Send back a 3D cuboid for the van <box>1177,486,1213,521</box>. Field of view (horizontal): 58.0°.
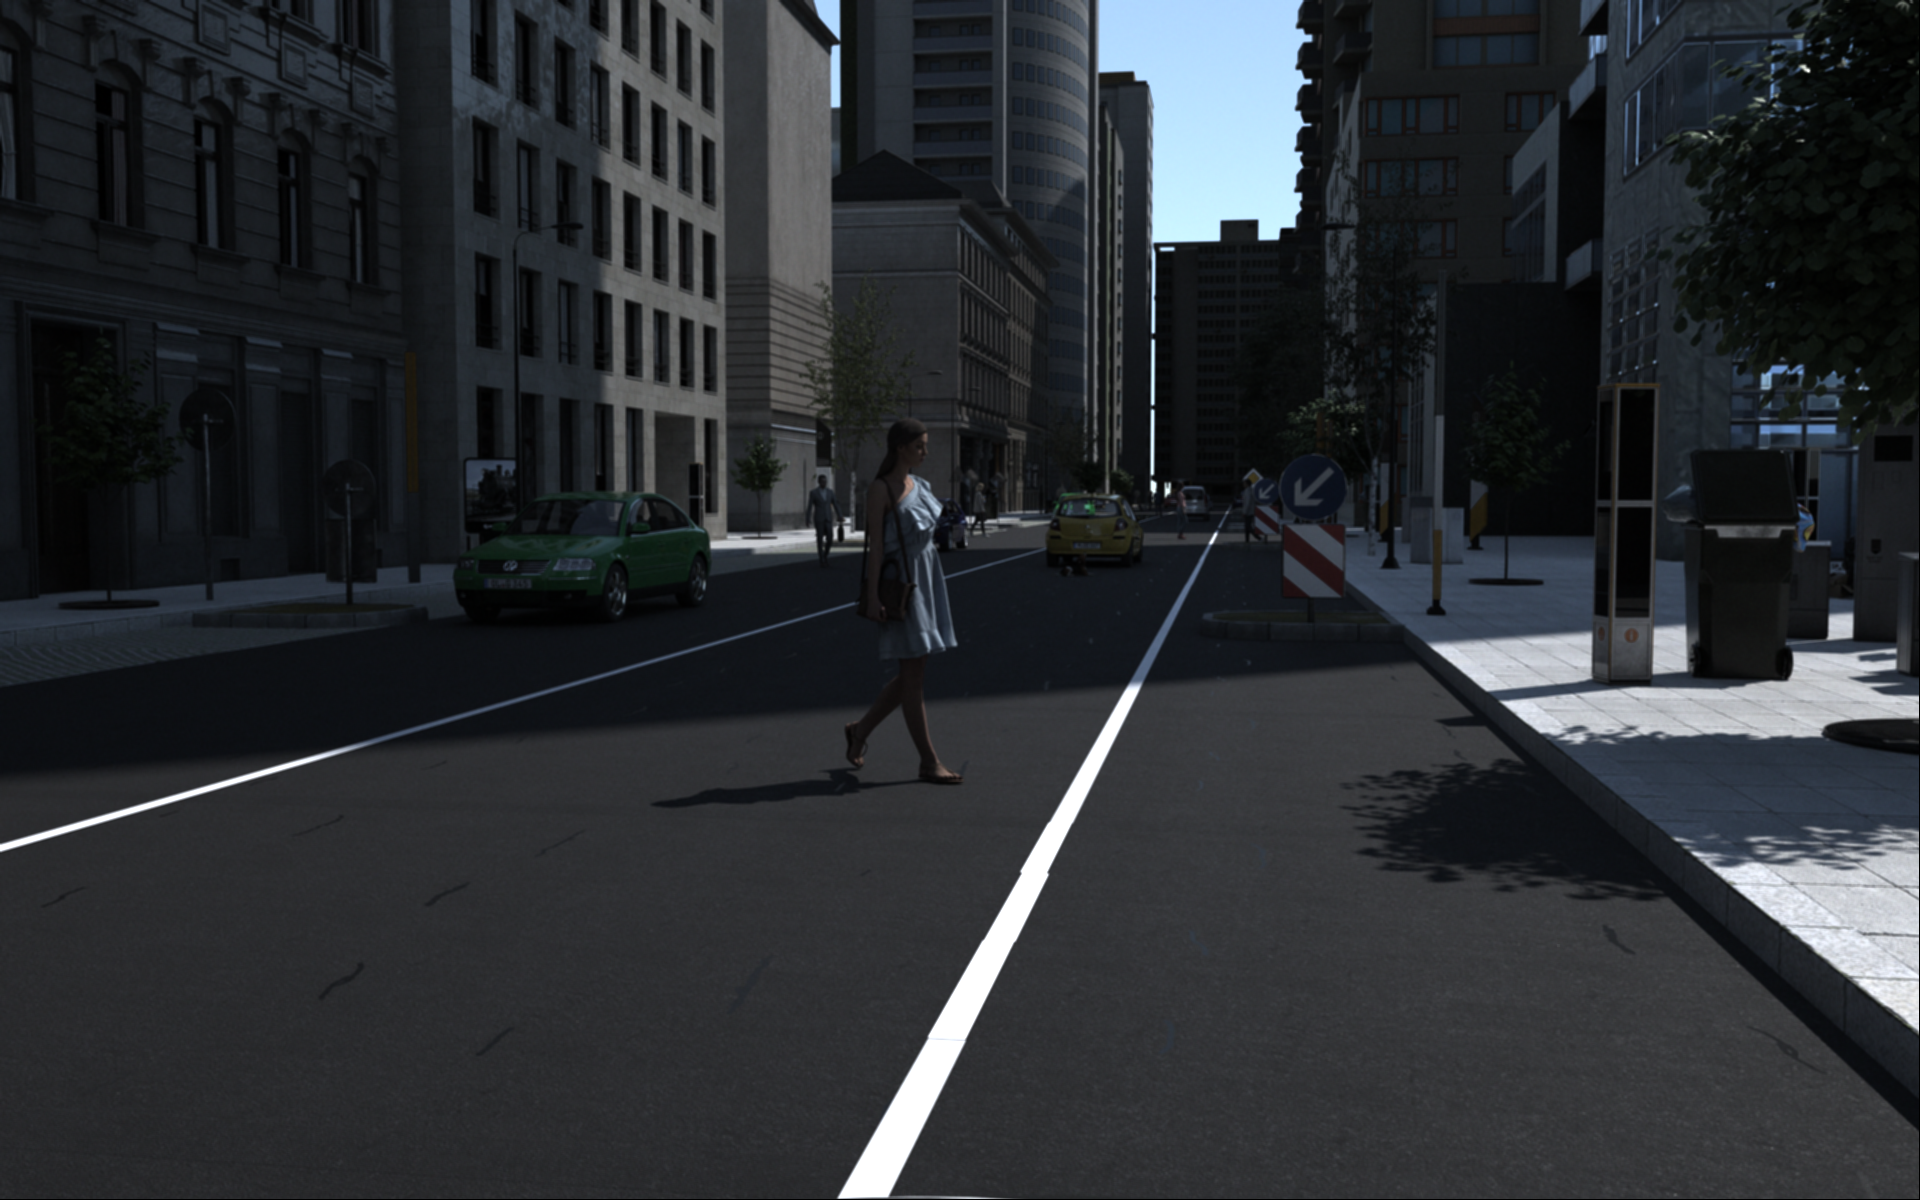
[{"bbox_3d":[12.663,-5.310,93.826,2.013,2.044,4.112,1,4,10],"label":"van"}]

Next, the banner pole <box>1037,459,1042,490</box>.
[{"bbox_3d":[5.454,-8.068,121.932,0.863,3.779,0.401,0,4,6],"label":"banner pole"}]

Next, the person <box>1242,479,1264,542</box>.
[{"bbox_3d":[7.876,-2.346,46.708,0.795,1.843,0.661,2,4,29],"label":"person"}]

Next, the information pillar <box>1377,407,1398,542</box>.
[{"bbox_3d":[11.391,-3.347,46.073,0.183,3.616,0.504,-3,4,-37],"label":"information pillar"}]

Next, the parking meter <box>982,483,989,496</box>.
[{"bbox_3d":[1.341,-5.265,91.786,0.255,1.863,0.399,2,4,35],"label":"parking meter"}]

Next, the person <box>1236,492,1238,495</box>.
[{"bbox_3d":[35.161,-12.868,219.443,0.434,1.755,0.990,1,4,12],"label":"person"}]

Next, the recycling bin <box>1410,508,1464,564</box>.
[{"bbox_3d":[8.814,-1.190,32.012,0.722,1.027,0.722,-1,4,-15],"label":"recycling bin"}]

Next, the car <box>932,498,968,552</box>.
[{"bbox_3d":[-0.881,-1.942,44.329,1.945,1.354,3.894,1,4,9],"label":"car"}]

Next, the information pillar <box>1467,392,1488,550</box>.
[{"bbox_3d":[11.914,-2.960,39.750,0.183,3.616,0.504,-2,4,-26],"label":"information pillar"}]

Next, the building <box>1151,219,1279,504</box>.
[{"bbox_3d":[39.779,-34.022,248.141,23.993,40.220,32.217,1,4,9],"label":"building"}]

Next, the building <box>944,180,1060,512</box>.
[{"bbox_3d":[-1.805,-18.394,134.021,16.112,22.955,30.059,1,4,9],"label":"building"}]

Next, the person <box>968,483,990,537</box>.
[{"bbox_3d":[0.627,-3.008,57.867,0.728,1.800,0.709,0,4,-3],"label":"person"}]

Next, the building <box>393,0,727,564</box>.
[{"bbox_3d":[-12.943,-11.342,40.201,10.420,20.320,16.860,1,4,9],"label":"building"}]

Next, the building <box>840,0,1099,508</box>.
[{"bbox_3d":[1.574,-38.130,165.424,21.231,58.520,28.212,1,4,9],"label":"building"}]

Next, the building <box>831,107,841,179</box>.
[{"bbox_3d":[-16.911,-36.598,217.982,30.456,49.044,23.786,1,4,9],"label":"building"}]

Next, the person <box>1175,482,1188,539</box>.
[{"bbox_3d":[7.038,-2.844,55.003,0.388,1.821,0.555,-1,4,-16],"label":"person"}]

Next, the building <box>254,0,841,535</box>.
[{"bbox_3d":[-14.337,-13.095,63.260,18.267,20.994,9.793,1,4,9],"label":"building"}]

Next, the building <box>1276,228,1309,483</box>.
[{"bbox_3d":[41.563,-25.477,188.243,14.160,30.474,14.107,1,4,9],"label":"building"}]

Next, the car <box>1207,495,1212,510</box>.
[{"bbox_3d":[22.327,-9.025,159.554,2.014,1.417,4.499,1,4,10],"label":"car"}]

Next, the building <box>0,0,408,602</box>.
[{"bbox_3d":[-15.805,-10.587,22.243,9.793,20.994,18.267,1,4,9],"label":"building"}]

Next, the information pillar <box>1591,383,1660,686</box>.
[{"bbox_3d":[4.485,-0.440,11.685,0.304,2.012,0.304,0,4,-2],"label":"information pillar"}]

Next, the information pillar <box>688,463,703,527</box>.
[{"bbox_3d":[-6.232,-2.223,40.840,0.304,2.012,0.304,0,4,4],"label":"information pillar"}]

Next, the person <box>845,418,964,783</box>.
[{"bbox_3d":[-0.323,-0.006,8.699,0.778,1.811,0.616,3,4,37],"label":"person"}]

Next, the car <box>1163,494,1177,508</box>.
[{"bbox_3d":[22.102,-10.416,179.342,2.155,1.783,4.494,0,4,7],"label":"car"}]

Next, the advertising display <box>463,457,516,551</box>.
[{"bbox_3d":[-8.261,-1.554,30.625,0.974,1.923,0.123,-1,4,-17],"label":"advertising display"}]

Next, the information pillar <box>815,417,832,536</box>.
[{"bbox_3d":[-4.170,-3.764,52.894,0.504,3.616,0.183,1,4,19],"label":"information pillar"}]

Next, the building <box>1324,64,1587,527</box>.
[{"bbox_3d":[32.818,-14.532,82.636,28.899,21.520,27.650,1,4,9],"label":"building"}]

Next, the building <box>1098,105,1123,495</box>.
[{"bbox_3d":[8.900,-36.139,214.579,21.600,48.544,21.300,1,4,9],"label":"building"}]

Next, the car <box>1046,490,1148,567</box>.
[{"bbox_3d":[2.803,-1.543,35.458,2.015,1.641,3.980,1,4,10],"label":"car"}]

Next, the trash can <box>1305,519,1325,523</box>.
[{"bbox_3d":[11.279,-2.652,55.018,0.748,1.137,0.748,0,3,0],"label":"trash can"}]

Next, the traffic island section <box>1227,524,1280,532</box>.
[{"bbox_3d":[11.243,-2.696,66.356,2.009,0.180,2.903,1,4,9],"label":"traffic island section"}]

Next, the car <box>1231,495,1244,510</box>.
[{"bbox_3d":[25.847,-8.959,159.055,1.945,1.354,3.894,0,4,7],"label":"car"}]

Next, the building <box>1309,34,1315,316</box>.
[{"bbox_3d":[42.626,-44.646,168.208,20.563,71.187,20.611,1,4,9],"label":"building"}]

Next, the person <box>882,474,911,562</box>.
[{"bbox_3d":[-1.014,-1.401,31.501,0.778,1.811,0.616,-1,4,-15],"label":"person"}]

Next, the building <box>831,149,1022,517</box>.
[{"bbox_3d":[-4.221,-15.163,98.821,10.553,20.767,40.483,1,4,9],"label":"building"}]

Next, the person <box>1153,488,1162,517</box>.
[{"bbox_3d":[12.656,-6.236,110.633,0.721,1.800,0.419,0,4,-2],"label":"person"}]

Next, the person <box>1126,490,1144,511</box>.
[{"bbox_3d":[14.617,-8.367,145.514,1.509,1.804,0.699,2,4,26],"label":"person"}]

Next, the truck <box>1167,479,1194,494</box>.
[{"bbox_3d":[28.188,-13.755,220.825,3.469,3.379,9.791,1,4,9],"label":"truck"}]

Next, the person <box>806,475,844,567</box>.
[{"bbox_3d":[-2.669,-1.560,34.132,0.709,1.813,0.853,-2,4,-27],"label":"person"}]

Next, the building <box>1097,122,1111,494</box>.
[{"bbox_3d":[8.613,-30.741,186.213,14.154,41.232,14.086,1,4,9],"label":"building"}]

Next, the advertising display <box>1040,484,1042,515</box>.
[{"bbox_3d":[5.066,-6.296,108.149,0.123,1.923,0.974,0,4,3],"label":"advertising display"}]

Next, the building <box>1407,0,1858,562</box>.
[{"bbox_3d":[25.022,-44.738,44.131,22.319,86.520,31.000,1,4,9],"label":"building"}]

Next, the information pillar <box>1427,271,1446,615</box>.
[{"bbox_3d":[5.102,-1.658,18.463,0.183,3.616,0.504,1,4,13],"label":"information pillar"}]

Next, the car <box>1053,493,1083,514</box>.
[{"bbox_3d":[5.332,-4.395,80.650,1.959,1.807,4.718,0,4,7],"label":"car"}]

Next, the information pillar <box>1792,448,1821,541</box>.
[{"bbox_3d":[13.553,-1.425,27.790,0.304,2.012,0.304,-2,4,-26],"label":"information pillar"}]

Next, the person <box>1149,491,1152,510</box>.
[{"bbox_3d":[17.131,-8.936,155.527,0.530,1.710,0.541,2,4,33],"label":"person"}]

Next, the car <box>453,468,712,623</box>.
[{"bbox_3d":[-4.422,-0.735,20.815,1.959,1.807,4.718,1,4,10],"label":"car"}]

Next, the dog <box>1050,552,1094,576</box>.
[{"bbox_3d":[1.966,-0.625,30.413,0.748,0.427,0.550,1,4,12],"label":"dog"}]

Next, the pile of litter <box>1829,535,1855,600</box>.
[{"bbox_3d":[11.067,-0.477,21.764,1.176,0.858,1.719,3,5,40],"label":"pile of litter"}]

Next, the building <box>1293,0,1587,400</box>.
[{"bbox_3d":[34.953,-28.582,121.938,22.147,44.769,28.867,1,4,9],"label":"building"}]

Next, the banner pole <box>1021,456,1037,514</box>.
[{"bbox_3d":[4.410,-7.580,113.943,0.863,3.779,0.401,-2,4,-33],"label":"banner pole"}]

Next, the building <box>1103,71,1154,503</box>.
[{"bbox_3d":[13.084,-43.093,246.573,28.212,58.520,21.231,1,4,9],"label":"building"}]

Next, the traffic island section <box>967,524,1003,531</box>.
[{"bbox_3d":[0.390,-2.802,68.091,2.009,0.180,2.903,1,4,9],"label":"traffic island section"}]
